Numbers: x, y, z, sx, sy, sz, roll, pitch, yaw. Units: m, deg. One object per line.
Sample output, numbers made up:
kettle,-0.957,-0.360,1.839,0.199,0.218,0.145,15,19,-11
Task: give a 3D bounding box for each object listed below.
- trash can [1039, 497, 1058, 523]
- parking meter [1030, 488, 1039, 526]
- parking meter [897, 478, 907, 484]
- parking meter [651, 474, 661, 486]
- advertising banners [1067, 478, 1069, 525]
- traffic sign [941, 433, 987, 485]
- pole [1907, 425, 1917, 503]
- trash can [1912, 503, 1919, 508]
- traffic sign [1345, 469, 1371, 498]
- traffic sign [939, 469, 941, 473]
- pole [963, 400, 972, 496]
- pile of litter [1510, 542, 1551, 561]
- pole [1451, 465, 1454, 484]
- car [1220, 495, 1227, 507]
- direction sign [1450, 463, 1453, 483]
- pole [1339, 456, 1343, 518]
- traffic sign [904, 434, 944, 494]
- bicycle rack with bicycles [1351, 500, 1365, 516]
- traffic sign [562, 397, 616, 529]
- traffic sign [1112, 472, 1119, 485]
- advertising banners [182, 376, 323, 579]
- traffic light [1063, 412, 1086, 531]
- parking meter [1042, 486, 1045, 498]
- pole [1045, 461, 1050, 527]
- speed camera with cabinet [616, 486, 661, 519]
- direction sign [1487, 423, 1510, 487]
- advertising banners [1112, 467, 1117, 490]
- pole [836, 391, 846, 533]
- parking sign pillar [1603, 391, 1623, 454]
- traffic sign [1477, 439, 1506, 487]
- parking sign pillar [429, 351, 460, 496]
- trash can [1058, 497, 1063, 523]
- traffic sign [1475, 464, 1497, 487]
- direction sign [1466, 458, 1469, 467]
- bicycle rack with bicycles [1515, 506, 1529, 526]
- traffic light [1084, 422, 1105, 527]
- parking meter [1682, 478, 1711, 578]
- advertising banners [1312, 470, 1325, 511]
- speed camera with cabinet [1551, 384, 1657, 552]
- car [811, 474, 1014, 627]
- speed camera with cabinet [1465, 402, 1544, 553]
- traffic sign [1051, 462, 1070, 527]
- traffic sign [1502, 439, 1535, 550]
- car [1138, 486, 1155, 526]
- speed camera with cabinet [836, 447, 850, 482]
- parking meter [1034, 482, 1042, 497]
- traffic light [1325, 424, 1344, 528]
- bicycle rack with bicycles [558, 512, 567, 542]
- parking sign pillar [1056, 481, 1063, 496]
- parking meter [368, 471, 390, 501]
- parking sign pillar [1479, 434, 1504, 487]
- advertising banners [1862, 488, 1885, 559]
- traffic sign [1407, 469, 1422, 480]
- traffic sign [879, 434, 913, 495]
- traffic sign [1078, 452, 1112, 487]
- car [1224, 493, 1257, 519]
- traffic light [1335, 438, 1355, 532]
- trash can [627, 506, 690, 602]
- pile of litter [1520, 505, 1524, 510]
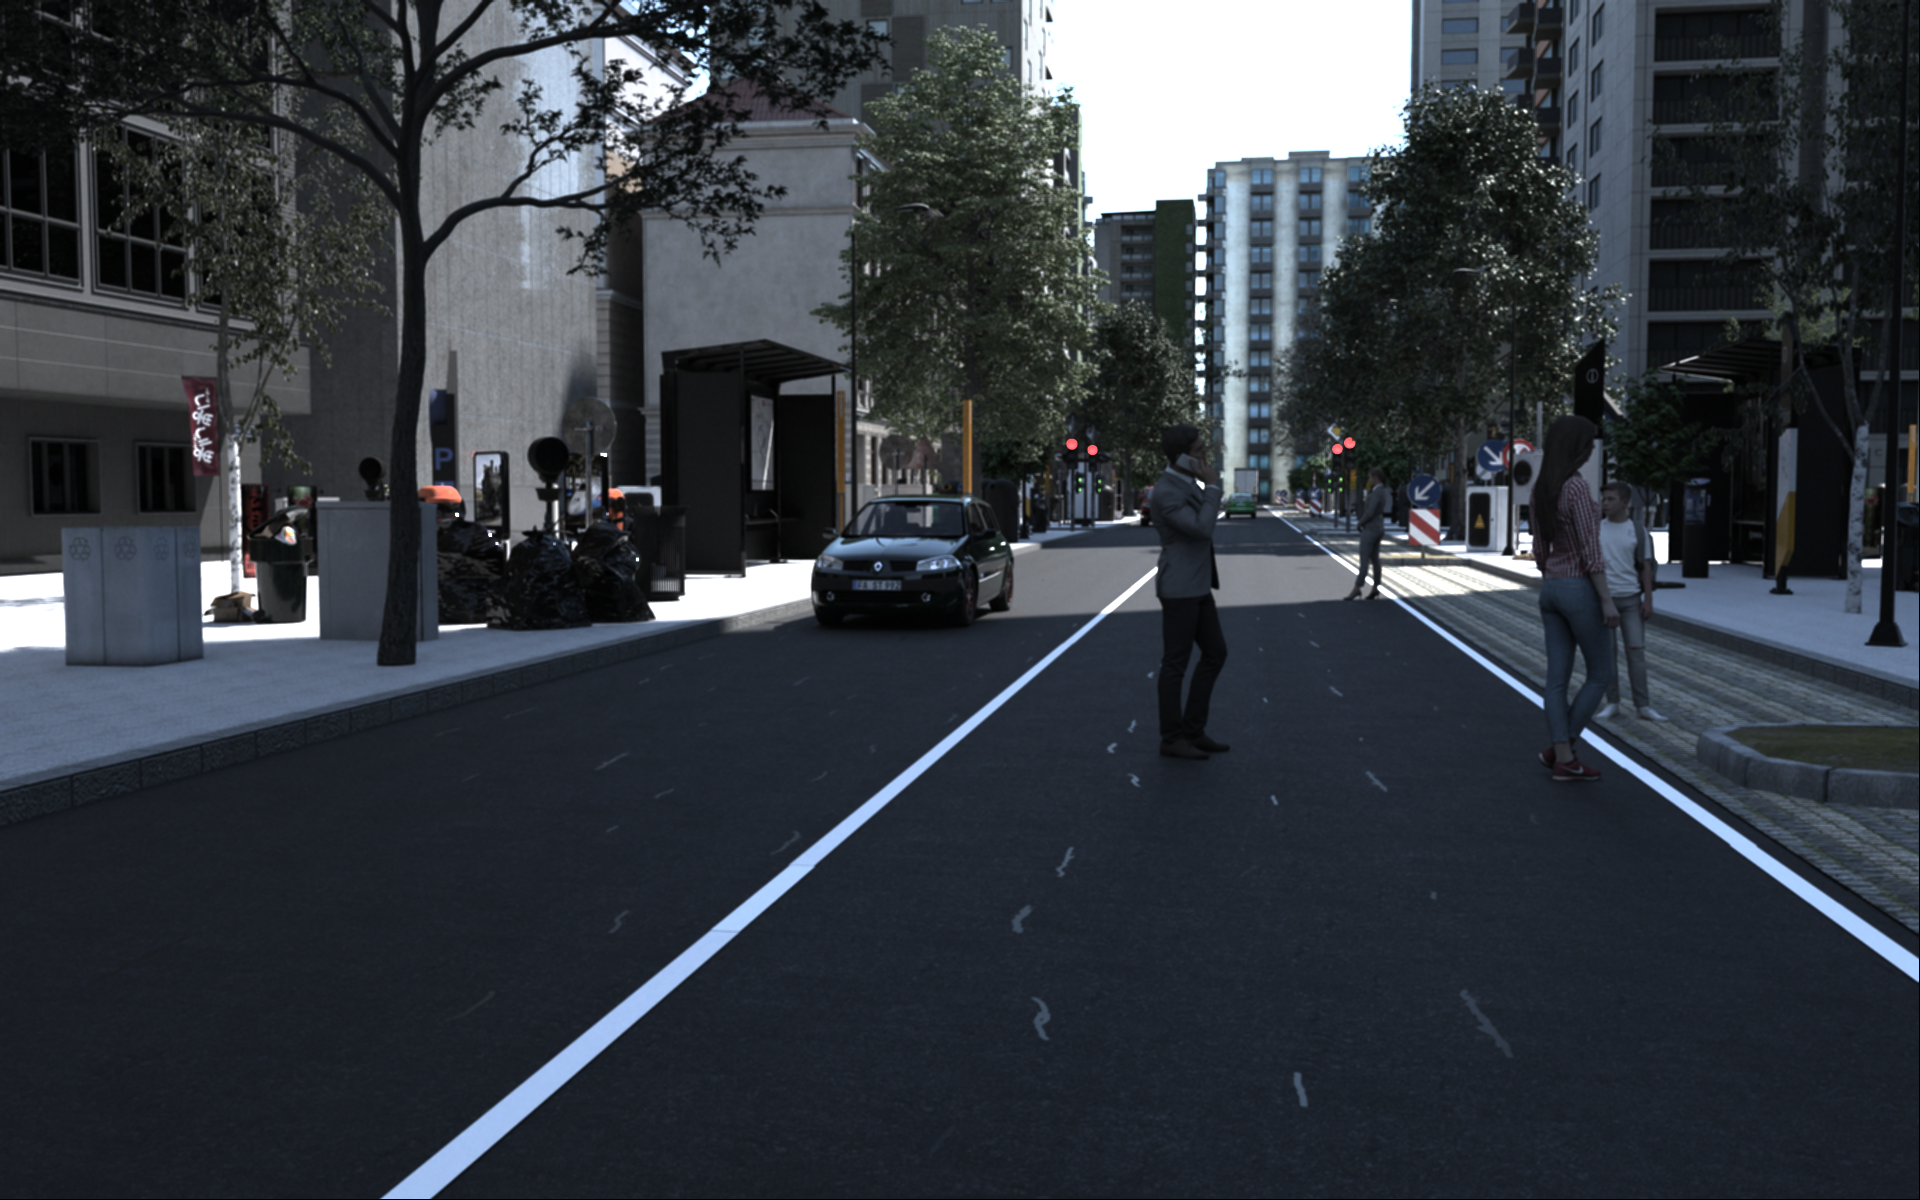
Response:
trash can,3.705,-3.951,76.246,0.748,1.137,0.748,0,3,0
parking meter,3.003,-3.748,69.684,0.372,1.533,0.369,0,3,0
parking meter,-2.111,-3.400,61.305,0.399,1.863,0.255,-2,4,-33
parking meter,-8.990,-2.801,51.514,0.399,1.863,0.255,2,4,26
advertising banners,4.445,-4.596,71.338,0.090,3.025,2.074,0,4,5
traffic sign,0.461,-3.881,57.331,2.265,3.308,0.079,1,4,16
pole,27.992,-3.494,50.967,0.158,3.312,0.155,0,3,0
trash can,16.204,-1.050,28.828,0.748,1.137,0.748,0,3,0
traffic sign,25.594,-7.123,110.332,2.265,3.308,0.079,1,4,19
traffic sign,-0.344,-3.571,58.492,0.768,2.556,0.104,1,4,17
pole,0.156,-2.680,37.657,0.158,3.312,0.155,0,3,0
pile of litter,11.418,-1.180,33.260,1.176,0.858,1.719,-2,4,-26
pole,34.563,-7.813,121.591,0.158,3.312,0.155,0,3,0
car,29.224,-11.247,196.250,2.083,1.381,4.827,0,4,8
direction sign,35.841,-8.152,125.288,0.379,3.537,0.876,-3,5,-42
pole,20.508,-6.078,93.216,0.158,3.312,0.155,0,3,0
traffic sign,-0.775,-2.287,37.397,0.884,2.594,0.081,1,4,13
bicycle rack with bicycles,23.566,-5.285,99.795,2.852,0.926,2.925,-3,5,-44
traffic sign,-4.887,-1.387,22.789,0.768,2.556,0.104,1,4,13
traffic sign,7.387,-5.122,84.927,0.795,2.450,0.064,1,4,10
advertising banners,-10.730,-1.845,26.355,2.074,3.025,0.090,-3,5,-42
traffic light,3.875,-4.305,59.306,0.839,4.253,0.868,1,4,9
parking meter,6.073,-7.443,127.396,0.255,1.863,0.399,1,4,15
pole,3.400,-4.488,67.214,0.158,3.312,0.155,0,3,0
speed camera with cabinet,-6.388,-2.631,37.357,2.038,3.252,0.660,-1,4,-13
direction sign,17.191,-3.875,55.360,0.876,3.537,0.379,-1,4,-22
advertising banners,8.918,-6.919,109.314,2.074,3.025,0.090,1,4,16
pole,-2.367,-2.481,34.407,0.158,3.312,0.155,0,3,0
parking sign pillar,14.909,-3.173,40.344,1.447,3.967,1.447,-1,4,-9
traffic sign,12.430,-2.465,40.403,0.768,2.556,0.104,1,4,13
parking sign pillar,-9.495,-2.661,31.976,1.447,3.967,1.447,-1,4,-13
trash can,4.344,-4.074,78.265,0.748,1.137,0.748,0,3,0
traffic sign,19.471,-3.916,64.140,0.768,2.556,0.104,1,4,16
direction sign,31.238,-7.063,107.471,0.876,3.537,0.379,-2,4,-29
bicycle rack with bicycles,22.330,-3.533,71.143,2.925,0.926,2.852,-1,4,-11
traffic light,5.181,-4.787,67.184,0.839,4.253,0.868,1,4,9
parking meter,11.286,-1.109,26.541,0.372,1.533,0.369,0,3,0
advertising banners,26.186,-7.925,125.768,0.090,3.025,2.074,-2,4,-25
speed camera with cabinet,11.454,-2.226,30.727,2.038,3.252,0.660,-2,4,-27
car,-0.475,-0.629,20.072,2.009,1.686,4.222,1,4,11
speed camera with cabinet,11.938,-2.653,37.708,0.660,3.252,2.038,-2,4,-26
traffic sign,3.922,-4.155,68.038,0.768,2.556,0.104,1,4,15
traffic sign,12.858,-2.433,39.885,0.768,2.556,0.104,1,4,12
car,9.225,-4.260,78.316,2.281,1.827,5.304,0,4,8
speed camera with cabinet,-4.812,-4.754,72.069,0.660,3.252,2.038,-1,4,-12
parking meter,3.791,-4.939,86.463,0.255,1.863,0.399,-1,4,-14
traffic light,14.271,-4.696,65.700,0.839,4.253,0.868,1,4,9
bicycle rack with bicycles,-9.000,-1.761,42.175,2.852,0.926,2.925,-1,4,-17
parking sign pillar,6.888,-7.583,112.451,1.447,3.967,1.447,3,4,39
parking meter,-12.333,-1.900,36.782,0.399,1.863,0.255,1,4,13
parking sign pillar,22.877,-5.266,74.572,1.447,3.967,1.447,-3,5,-41
advertising banners,17.588,-2.360,34.774,0.090,3.025,2.074,-2,4,-34
traffic sign,23.268,-5.417,88.678,0.768,2.556,0.104,1,4,14
traffic sign,-1.374,-2.254,36.961,0.768,2.556,0.104,1,4,16
traffic sign,6.326,-5.565,84.862,2.265,3.308,0.079,1,4,13
car,16.687,-5.757,102.926,1.959,1.807,4.718,1,4,9
traffic light,12.966,-4.214,57.822,0.839,4.253,0.868,1,4,9
trash can,-3.613,-0.561,20.819,0.748,1.137,0.748,0,3,0
pile of litter,31.724,-5.182,98.683,1.176,0.858,1.719,0,4,-8
